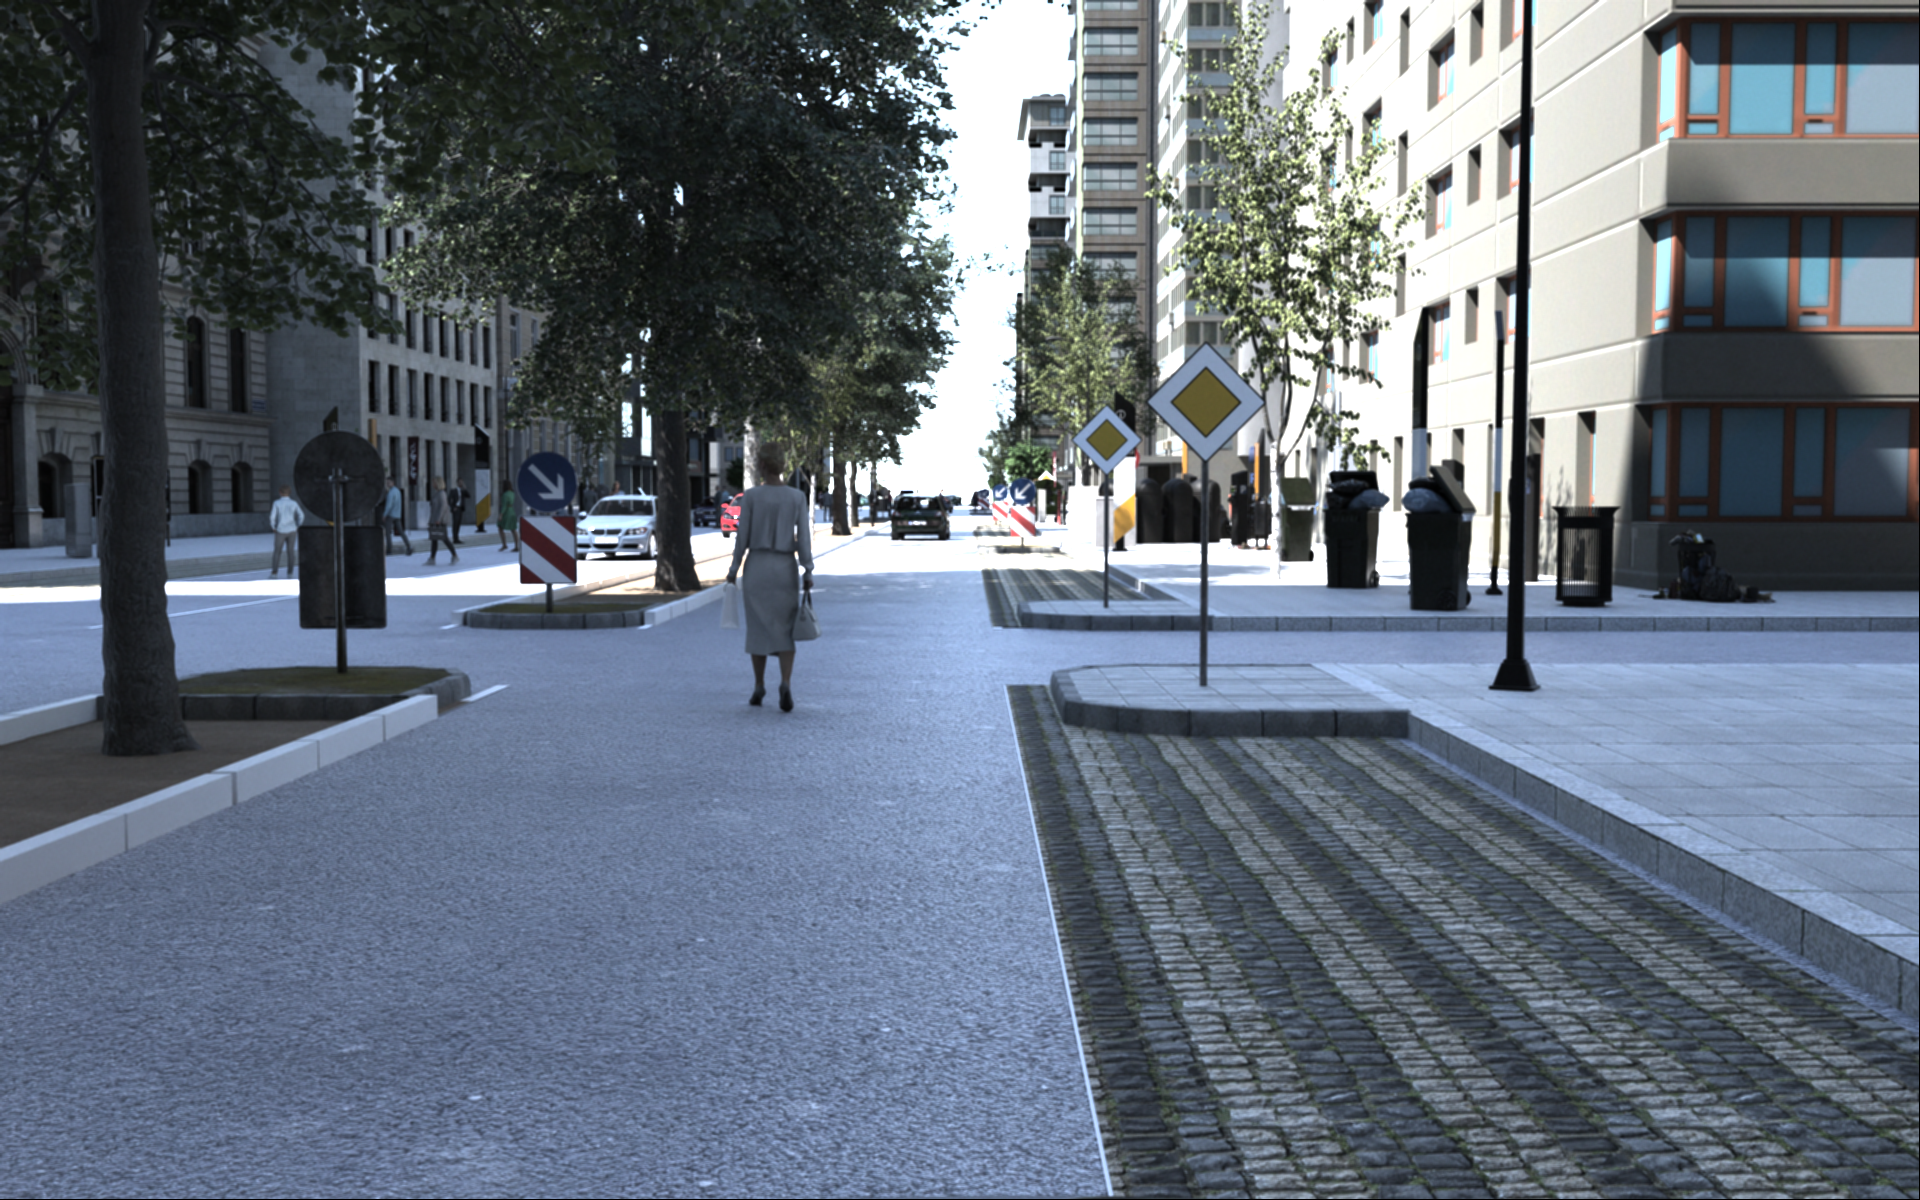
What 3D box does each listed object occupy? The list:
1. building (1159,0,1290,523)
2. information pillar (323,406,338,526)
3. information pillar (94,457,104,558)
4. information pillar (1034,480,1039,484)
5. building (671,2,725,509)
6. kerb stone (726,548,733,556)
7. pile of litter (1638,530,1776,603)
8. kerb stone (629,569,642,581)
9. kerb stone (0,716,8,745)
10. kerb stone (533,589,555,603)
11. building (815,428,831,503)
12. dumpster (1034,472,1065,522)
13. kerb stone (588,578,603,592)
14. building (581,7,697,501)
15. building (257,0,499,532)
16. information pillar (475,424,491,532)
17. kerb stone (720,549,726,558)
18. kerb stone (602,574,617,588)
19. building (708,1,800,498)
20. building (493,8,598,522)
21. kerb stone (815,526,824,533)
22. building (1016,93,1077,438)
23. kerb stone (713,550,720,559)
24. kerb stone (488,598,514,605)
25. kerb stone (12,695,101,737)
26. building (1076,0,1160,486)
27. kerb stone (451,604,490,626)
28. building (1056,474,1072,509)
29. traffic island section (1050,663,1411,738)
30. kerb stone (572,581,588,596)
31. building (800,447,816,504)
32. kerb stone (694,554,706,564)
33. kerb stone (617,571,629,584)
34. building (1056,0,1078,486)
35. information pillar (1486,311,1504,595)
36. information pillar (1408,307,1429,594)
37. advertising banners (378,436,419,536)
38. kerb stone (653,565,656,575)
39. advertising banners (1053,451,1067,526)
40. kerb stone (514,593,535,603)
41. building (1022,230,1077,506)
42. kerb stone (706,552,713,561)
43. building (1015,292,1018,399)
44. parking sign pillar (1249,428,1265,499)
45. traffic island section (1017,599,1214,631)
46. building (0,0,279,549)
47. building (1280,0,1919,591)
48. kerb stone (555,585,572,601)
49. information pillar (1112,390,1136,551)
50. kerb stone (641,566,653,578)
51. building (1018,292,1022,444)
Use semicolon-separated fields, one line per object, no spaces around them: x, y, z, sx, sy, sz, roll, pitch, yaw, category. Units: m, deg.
22.377;-23.872;82.184;32.217;40.220;23.993;0;4;0;building
-16.644;-3.337;45.916;0.183;3.616;0.504;1;4;20;information pillar
-17.128;-1.851;34.760;0.304;2.012;0.304;0;4;5;information pillar
3.925;-5.097;87.836;0.304;2.012;0.304;1;4;18;information pillar
-31.192;-29.671;139.743;22.147;44.769;28.867;0;4;0;building
-5.417;-1.079;39.845;0.120;0.150;1.000;0;4;0;kerb stone
9.093;-0.435;21.082;1.176;0.858;1.719;-1;4;-14;pile of litter
-5.446;-0.389;28.583;0.120;0.150;1.000;0;4;0;kerb stone
-5.493;0.776;9.559;0.120;0.150;1.000;0;4;0;kerb stone
-5.463;-0.013;22.430;0.120;0.150;1.000;0;4;0;kerb stone
-25.715;-36.348;244.392;14.600;45.320;14.200;0;4;0;building
3.952;-4.641;78.372;1.502;2.255;1.985;0;4;0;dumpster
-5.461;-0.202;25.502;0.120;0.150;1.000;0;4;0;kerb stone
-30.078;-29.994;110.003;23.786;49.044;30.456;0;4;0;building
-25.002;-12.881;65.362;10.420;20.320;16.860;0;4;0;building
-15.939;-4.064;57.796;0.504;3.616;0.183;0;4;8;information pillar
-5.425;-1.004;38.824;0.120;0.150;1.000;0;4;0;kerb stone
-5.449;-0.263;26.524;0.120;0.150;1.000;0;4;0;kerb stone
-29.971;-39.900;194.362;21.231;58.520;28.212;0;4;0;building
-25.953;-18.252;84.331;13.634;28.700;20.117;0;4;0;building
-5.347;-2.647;65.467;0.120;0.150;1.000;0;4;0;kerb stone
21.992;-38.917;225.532;28.713;52.752;27.495;0;4;0;building
-5.425;-0.954;37.801;0.120;0.150;1.000;0;4;0;kerb stone
-5.468;0.111;20.376;0.120;0.150;1.000;0;4;0;kerb stone
-5.505;0.711;10.581;0.120;0.150;1.000;0;4;0;kerb stone
14.029;-25.797;105.368;14.154;41.232;14.086;0;4;0;building
-5.473;0.174;19.345;0.120;0.150;1.000;0;4;0;kerb stone
23.814;-28.346;155.344;32.217;40.220;23.993;0;4;0;building
1.648;0.653;11.601;2.009;0.180;2.903;0;4;0;traffic island section
-5.466;-0.136;24.480;0.120;0.150;1.000;0;4;0;kerb stone
-25.731;-27.208;216.544;14.160;30.474;14.107;0;4;0;building
-5.433;-0.829;35.755;0.120;0.150;1.000;0;4;0;kerb stone
-5.461;-0.328;27.555;0.120;0.150;1.000;0;4;0;kerb stone
19.368;-31.054;127.344;23.786;49.044;30.456;0;4;0;building
6.820;-1.874;21.992;0.183;3.616;0.504;1;4;13;information pillar
5.838;-1.875;22.009;0.183;3.616;0.504;0;4;2;information pillar
-17.202;-3.474;52.995;2.074;3.025;0.090;2;4;34;advertising banners
-5.441;-0.516;30.632;0.120;0.150;1.000;0;4;0;kerb stone
4.020;-4.511;69.940;0.090;3.025;2.074;-1;4;-11;advertising banners
-5.473;0.049;21.398;0.120;0.150;1.000;0;4;0;kerb stone
14.504;-25.648;191.045;14.160;30.474;14.107;0;4;0;building
-5.432;-0.892;36.779;0.120;0.150;1.000;0;4;0;kerb stone
14.814;-29.076;247.088;14.160;30.474;14.107;0;4;0;building
12.069;-5.012;70.415;1.447;3.967;1.447;1;4;19;parking sign pillar
1.670;0.165;19.586;2.009;0.180;2.903;0;4;0;traffic island section
-27.647;-13.447;38.935;14.460;24.649;34.723;0;4;0;building
23.689;-11.677;35.958;28.899;21.520;27.650;0;4;0;building
-5.463;-0.073;23.458;0.120;0.150;1.000;0;4;0;kerb stone
3.680;-2.905;38.856;0.504;3.616;0.183;0;4;3;information pillar
-5.446;-0.452;29.610;0.120;0.150;1.000;0;4;0;kerb stone
14.485;-26.509;205.127;14.160;30.474;14.107;0;4;0;building
